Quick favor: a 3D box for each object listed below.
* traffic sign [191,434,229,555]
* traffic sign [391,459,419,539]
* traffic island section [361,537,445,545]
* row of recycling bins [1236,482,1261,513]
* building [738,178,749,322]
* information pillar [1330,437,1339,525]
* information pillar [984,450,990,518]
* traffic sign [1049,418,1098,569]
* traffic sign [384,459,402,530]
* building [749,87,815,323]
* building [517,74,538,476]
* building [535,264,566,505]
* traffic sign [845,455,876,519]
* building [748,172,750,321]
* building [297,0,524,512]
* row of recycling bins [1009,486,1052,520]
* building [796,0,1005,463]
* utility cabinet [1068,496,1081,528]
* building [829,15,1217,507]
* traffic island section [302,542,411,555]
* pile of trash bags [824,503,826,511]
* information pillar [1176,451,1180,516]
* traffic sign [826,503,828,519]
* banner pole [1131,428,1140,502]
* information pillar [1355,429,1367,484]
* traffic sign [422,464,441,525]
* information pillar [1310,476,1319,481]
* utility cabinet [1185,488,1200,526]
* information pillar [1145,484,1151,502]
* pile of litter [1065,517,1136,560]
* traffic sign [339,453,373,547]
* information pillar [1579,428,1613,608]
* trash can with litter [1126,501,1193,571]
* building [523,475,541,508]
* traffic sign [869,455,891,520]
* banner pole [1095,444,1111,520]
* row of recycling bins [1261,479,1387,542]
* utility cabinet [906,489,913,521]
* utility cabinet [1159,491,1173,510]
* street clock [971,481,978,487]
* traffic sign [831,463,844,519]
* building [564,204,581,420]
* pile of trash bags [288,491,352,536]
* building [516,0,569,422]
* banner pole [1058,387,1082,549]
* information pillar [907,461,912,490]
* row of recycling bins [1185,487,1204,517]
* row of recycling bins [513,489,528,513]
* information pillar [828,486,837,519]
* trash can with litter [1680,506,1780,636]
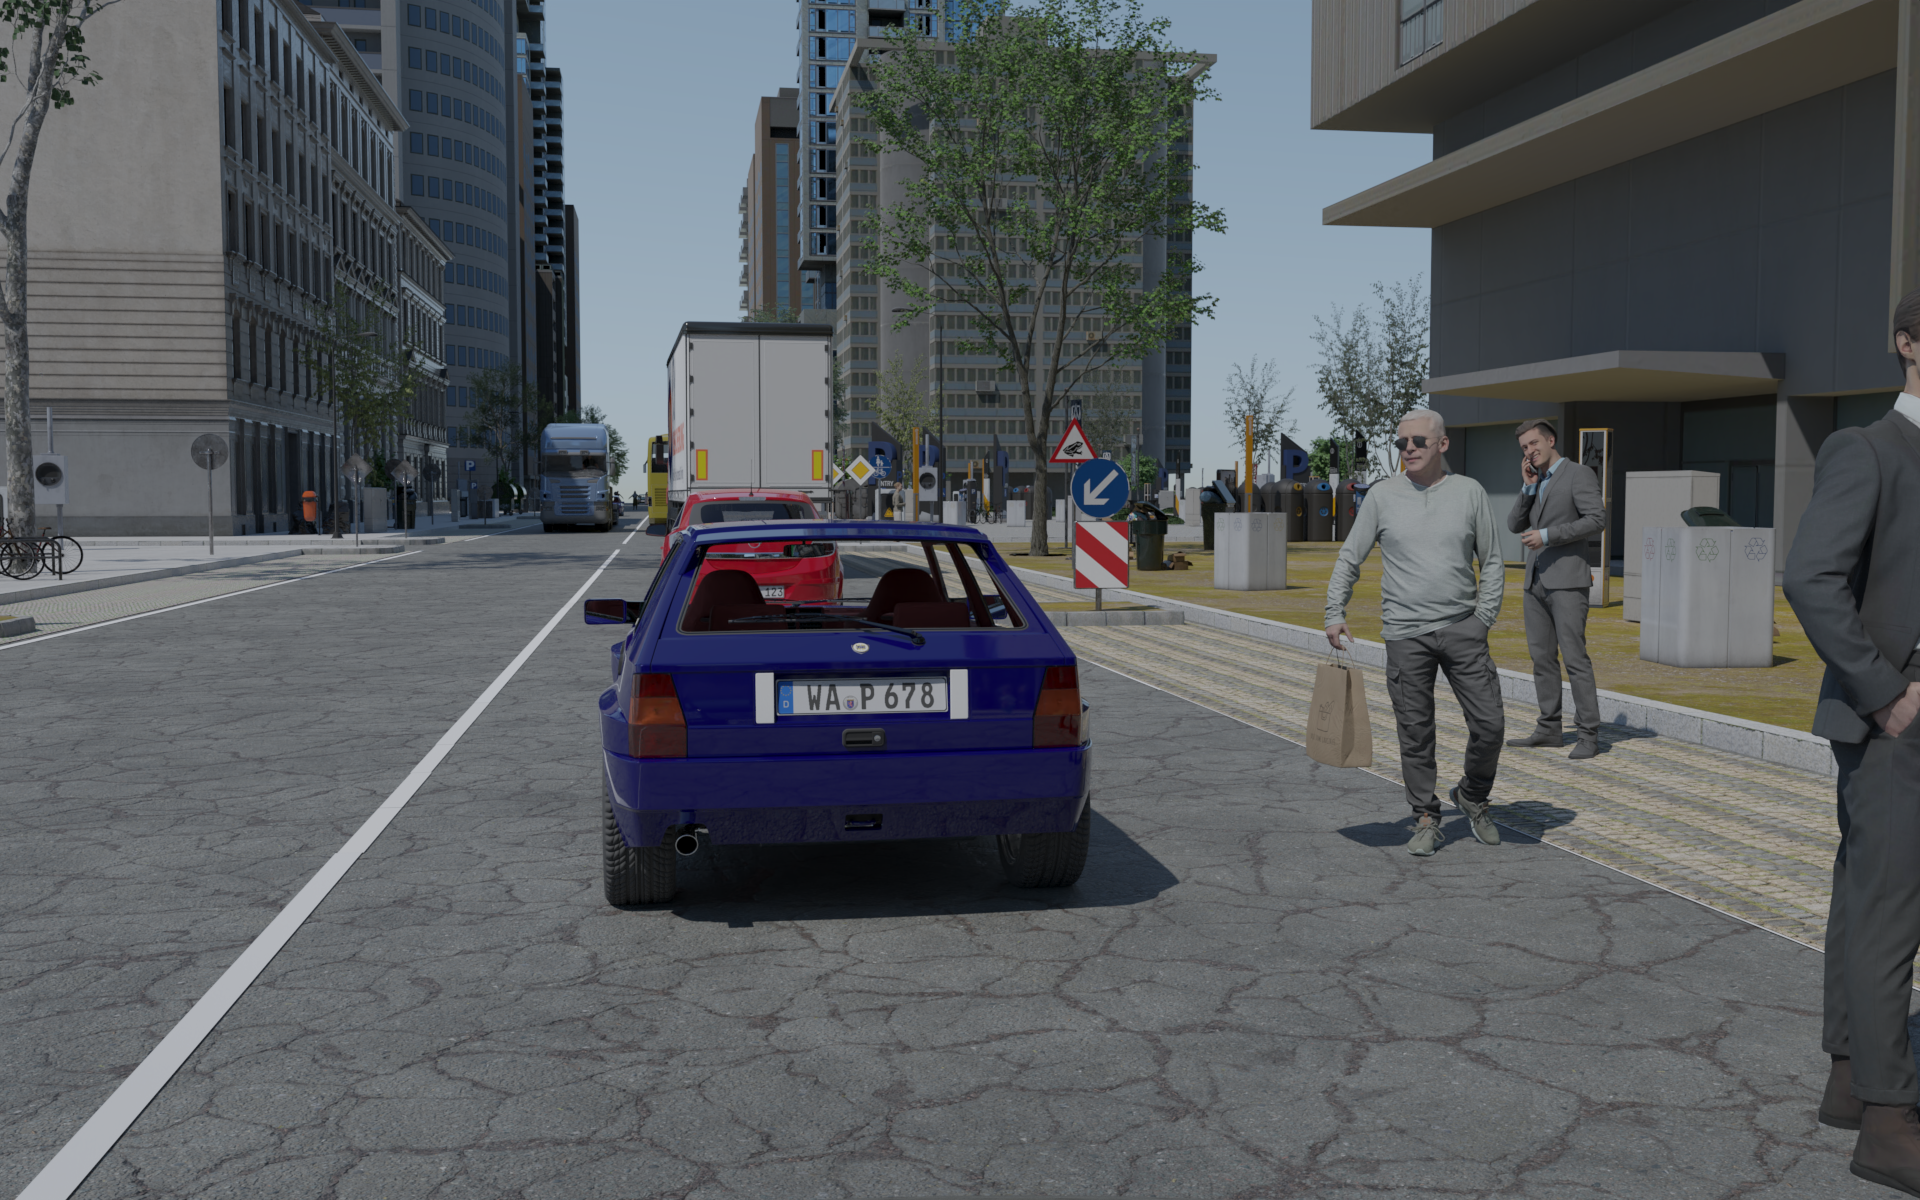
[{"bbox_3d":[-15.807,-2.227,36.510,0.768,2.556,0.104,0,4,-5],"label":"traffic sign"},{"bbox_3d":[-15.988,-2.831,49.937,0.795,2.450,0.064,-1,4,-10],"label":"traffic sign"},{"bbox_3d":[-16.010,-1.695,49.995,2.009,0.180,2.903,-1,4,-10],"label":"traffic island section"},{"bbox_3d":[10.063,-3.117,58.078,3.534,1.692,1.069,-2,4,-23],"label":"row of recycling bins"},{"bbox_3d":[-19.917,-38.329,246.287,23.786,49.044,30.456,-1,4,-10],"label":"building"},{"bbox_3d":[15.427,-4.898,71.442,0.183,3.616,0.504,-2,4,-30],"label":"information pillar"},{"bbox_3d":[1.447,-6.232,93.249,0.183,3.616,0.504,-2,4,-29],"label":"information pillar"},{"bbox_3d":[1.943,-1.808,29.558,0.884,2.594,0.081,0,4,-7],"label":"traffic sign"},{"bbox_3d":[-20.358,-3.812,62.431,0.768,2.556,0.104,0,3,0],"label":"traffic sign"},{"bbox_3d":[-15.396,-33.182,192.640,14.600,45.320,14.200,-1,4,-10],"label":"building"},{"bbox_3d":[-51.859,-32.443,180.556,14.600,45.320,14.200,-1,4,-10],"label":"building"},{"bbox_3d":[-56.370,-27.058,214.098,14.160,30.474,14.107,-1,4,-10],"label":"building"},{"bbox_3d":[-2.533,-2.473,44.080,0.795,2.450,0.064,-1,4,-10],"label":"traffic sign"},{"bbox_3d":[-19.936,-35.066,223.441,14.600,45.320,14.200,-1,4,-10],"label":"building"},{"bbox_3d":[-46.310,-36.255,134.772,21.231,58.520,28.212,-1,4,-10],"label":"building"},{"bbox_3d":[3.297,-4.874,86.807,1.069,1.692,3.534,-3,5,-40],"label":"row of recycling bins"},{"bbox_3d":[-7.237,-52.425,169.826,22.319,86.520,31.000,-1,4,-10],"label":"building"},{"bbox_3d":[4.258,-3.286,64.892,0.306,1.237,1.020,-1,4,-15],"label":"utility cabinet"},{"bbox_3d":[2.499,-27.716,145.044,32.217,40.220,23.993,-1,4,-10],"label":"building"},{"bbox_3d":[-14.682,-1.213,42.121,2.009,0.180,2.903,-1,4,-10],"label":"traffic island section"},{"bbox_3d":[-10.230,-6.760,120.272,1.912,1.369,3.447,-1,4,-18],"label":"pile of trash bags"},{"bbox_3d":[11.858,-6.288,94.158,0.183,3.616,0.504,-1,4,-12],"label":"information pillar"},{"bbox_3d":[-5.658,-4.498,73.646,0.768,2.556,0.104,-1,4,-9],"label":"traffic sign"},{"bbox_3d":[6.598,-4.594,65.124,0.401,3.779,0.863,2,4,31],"label":"banner pole"},{"bbox_3d":[14.446,-4.352,62.506,0.504,3.616,0.183,-2,4,-26],"label":"information pillar"},{"bbox_3d":[-22.114,-4.430,72.537,0.768,2.556,0.104,0,4,-5],"label":"traffic sign"},{"bbox_3d":[14.808,-4.155,72.426,0.304,2.012,0.304,-1,4,-15],"label":"information pillar"},{"bbox_3d":[9.301,-3.697,69.121,0.318,1.500,1.173,0,4,-7],"label":"utility cabinet"},{"bbox_3d":[13.026,-7.084,120.312,0.304,2.012,0.304,-3,5,-43],"label":"information pillar"},{"bbox_3d":[2.920,-1.223,33.959,1.719,0.858,1.176,0,4,3],"label":"pile of litter"},{"bbox_3d":[-14.660,-2.350,42.063,0.795,2.450,0.064,-1,4,-10],"label":"traffic sign"},{"bbox_3d":[7.167,-0.922,19.565,0.304,2.012,0.304,2,4,32],"label":"information pillar"},{"bbox_3d":[3.369,-1.088,29.181,1.055,1.170,0.624,-2,4,-29],"label":"trash can with litter"},{"bbox_3d":[-56.220,-28.671,160.650,32.217,40.220,23.993,-1,4,-10],"label":"building"},{"bbox_3d":[-2.617,-3.442,56.375,0.768,2.556,0.104,0,4,-7],"label":"traffic sign"},{"bbox_3d":[7.191,-5.913,86.701,0.863,3.779,0.401,1,4,20],"label":"banner pole"},{"bbox_3d":[10.056,-2.418,46.648,3.534,1.692,1.069,-1,4,-10],"label":"row of recycling bins"},{"bbox_3d":[-2.170,-4.458,81.560,0.318,1.500,1.173,-3,5,-42],"label":"utility cabinet"},{"bbox_3d":[13.660,-6.520,115.273,1.173,1.500,0.318,-2,4,-24],"label":"utility cabinet"},{"bbox_3d":[0.694,-5.380,92.541,0.471,2.002,0.358,-3,4,-36],"label":"street clock"},{"bbox_3d":[-3.861,-2.955,51.954,0.795,2.450,0.064,-1,4,-10],"label":"traffic sign"},{"bbox_3d":[-64.138,-37.234,258.884,14.600,45.320,14.200,-1,4,-10],"label":"building"},{"bbox_3d":[-20.389,-2.766,54.974,1.912,1.369,3.447,-1,4,-13],"label":"pile of trash bags"},{"bbox_3d":[-63.695,-56.401,234.826,22.319,86.520,31.000,-1,4,-10],"label":"building"},{"bbox_3d":[2.617,-3.086,40.467,0.401,3.779,0.863,-2,4,-30],"label":"banner pole"},{"bbox_3d":[-3.464,-7.804,118.957,0.183,3.616,0.504,2,4,28],"label":"information pillar"},{"bbox_3d":[14.019,-5.637,99.278,1.069,1.692,3.534,-1,4,-21],"label":"row of recycling bins"},{"bbox_3d":[-30.552,-6.923,120.306,1.069,1.692,3.534,-1,4,-20],"label":"row of recycling bins"},{"bbox_3d":[-5.681,-4.454,77.316,0.304,2.012,0.304,3,4,38],"label":"information pillar"},{"bbox_3d":[6.835,-0.239,15.295,0.624,1.170,1.055,-1,4,-12],"label":"trash can with litter"}]
